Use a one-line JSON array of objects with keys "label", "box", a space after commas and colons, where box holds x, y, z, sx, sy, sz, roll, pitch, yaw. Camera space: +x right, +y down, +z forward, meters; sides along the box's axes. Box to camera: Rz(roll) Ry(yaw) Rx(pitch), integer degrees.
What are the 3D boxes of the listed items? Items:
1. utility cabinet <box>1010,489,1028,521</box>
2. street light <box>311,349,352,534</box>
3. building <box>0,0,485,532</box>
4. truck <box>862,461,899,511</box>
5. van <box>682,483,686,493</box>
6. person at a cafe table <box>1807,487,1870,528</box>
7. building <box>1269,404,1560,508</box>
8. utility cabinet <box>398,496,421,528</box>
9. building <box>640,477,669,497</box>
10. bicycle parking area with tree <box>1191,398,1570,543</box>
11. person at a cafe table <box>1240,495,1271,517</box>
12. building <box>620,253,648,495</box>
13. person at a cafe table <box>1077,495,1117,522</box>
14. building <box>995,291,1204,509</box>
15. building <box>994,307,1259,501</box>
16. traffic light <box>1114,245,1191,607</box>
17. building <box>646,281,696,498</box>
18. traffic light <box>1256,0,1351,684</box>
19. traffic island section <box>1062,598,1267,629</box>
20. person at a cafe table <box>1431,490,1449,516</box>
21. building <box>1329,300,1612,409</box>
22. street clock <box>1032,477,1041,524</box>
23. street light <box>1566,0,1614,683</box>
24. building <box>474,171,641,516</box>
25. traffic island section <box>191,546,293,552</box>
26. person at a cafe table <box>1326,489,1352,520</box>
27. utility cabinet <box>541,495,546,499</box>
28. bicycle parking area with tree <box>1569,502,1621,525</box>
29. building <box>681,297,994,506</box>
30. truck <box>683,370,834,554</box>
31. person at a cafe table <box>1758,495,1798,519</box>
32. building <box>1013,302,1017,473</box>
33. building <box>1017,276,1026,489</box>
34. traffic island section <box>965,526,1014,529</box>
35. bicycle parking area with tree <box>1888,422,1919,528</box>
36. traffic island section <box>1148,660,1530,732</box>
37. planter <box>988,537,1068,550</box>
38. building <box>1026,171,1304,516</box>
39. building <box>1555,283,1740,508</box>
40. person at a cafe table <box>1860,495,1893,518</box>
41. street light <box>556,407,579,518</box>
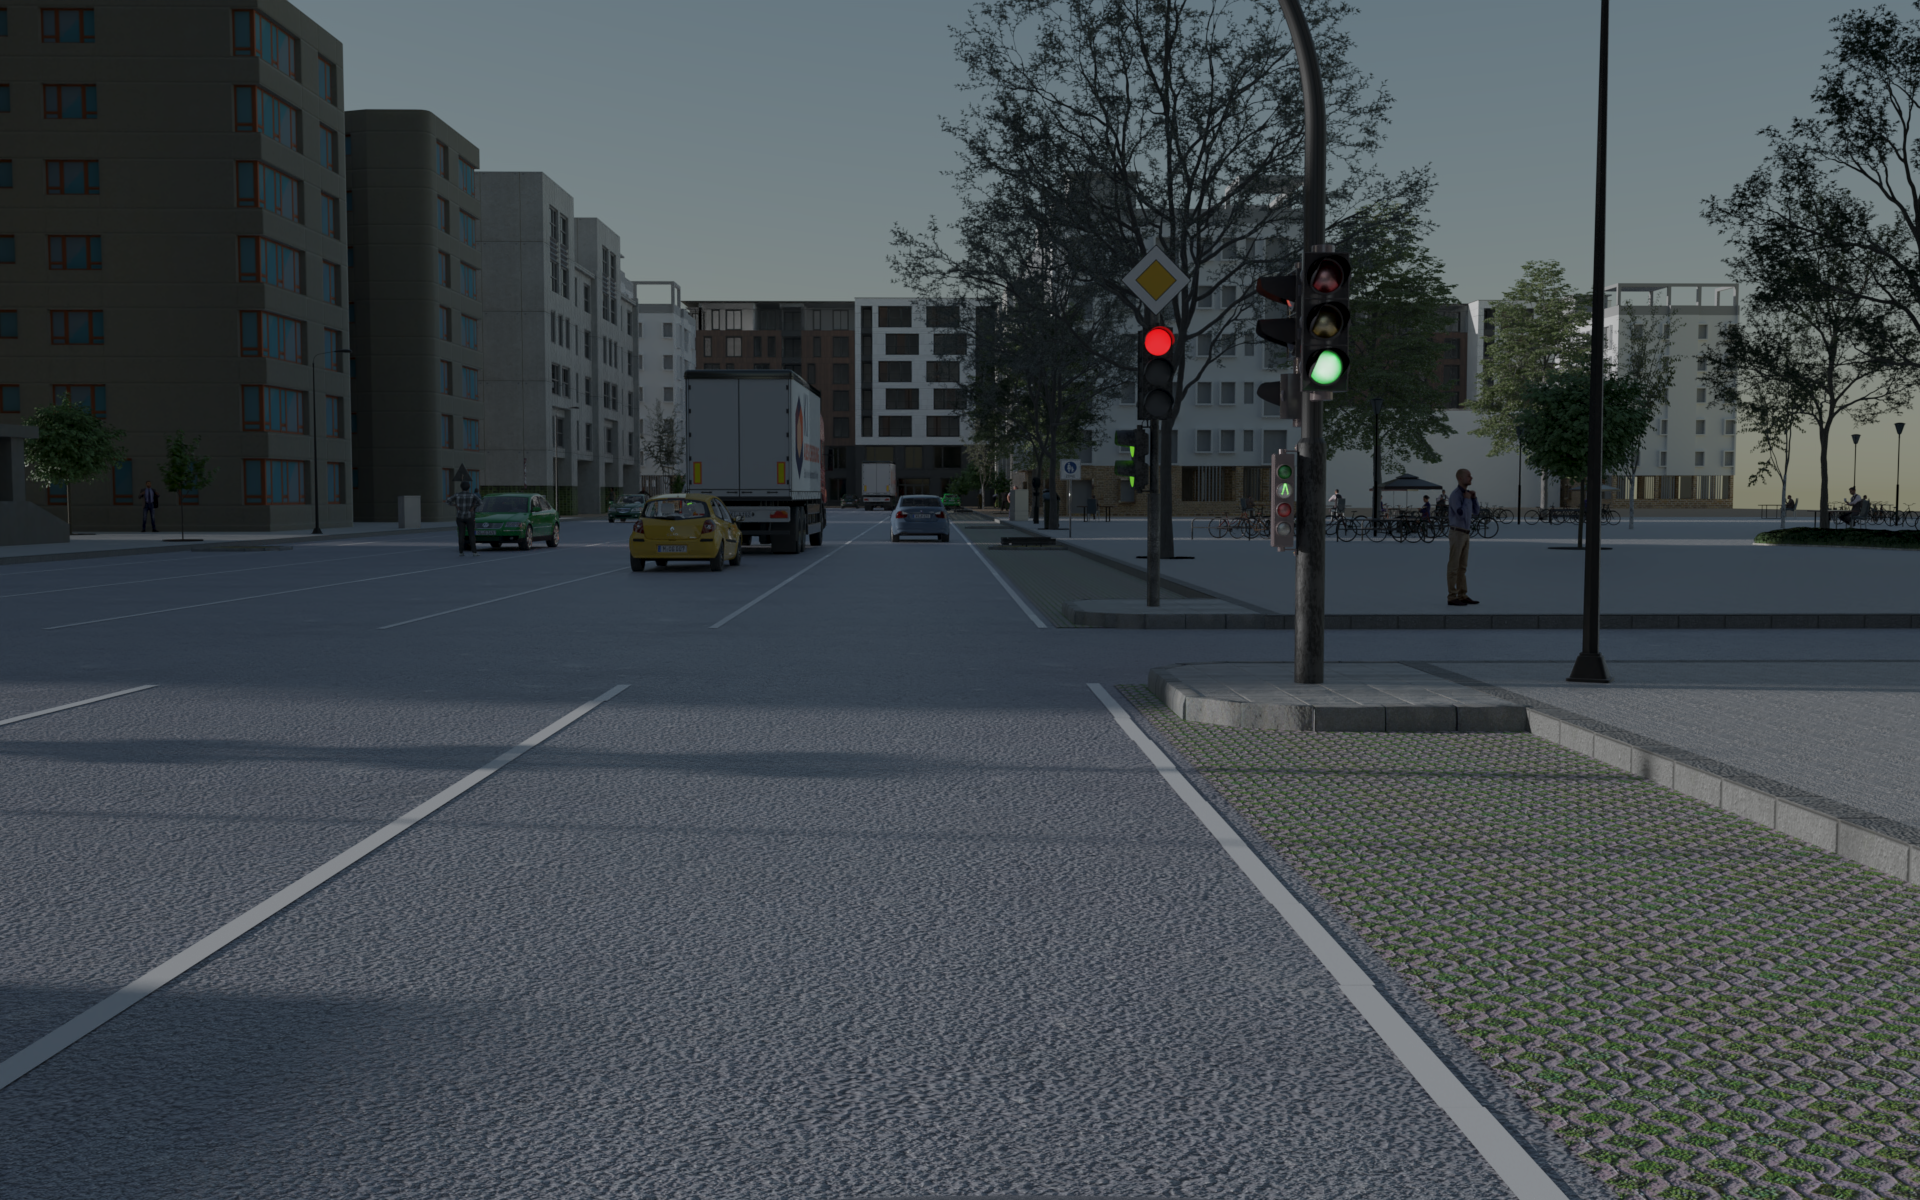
[{"label": "utility cabinet", "box": [2.801, -4.506, 82.347, 0.318, 1.500, 1.173, 2, 4, 35]}, {"label": "street light", "box": [-20.161, -5.080, 55.602, 1.470, 5.913, 1.316, 0, 4, -1]}, {"label": "building", "box": [-37.564, -13.905, 72.386, 27.650, 21.520, 28.899, 0, 4, -1]}, {"label": "truck", "box": [-6.990, -9.968, 151.887, 2.839, 4.237, 11.283, 0, 4, 1]}, {"label": "van", "box": [-9.260, -3.450, 63.426, 2.013, 2.044, 4.112, 0, 4, -1]}, {"label": "person at a cafe table", "box": [30.137, -3.096, 59.141, 1.622, 1.524, 1.698, 0, 4, 2]}, {"label": "building", "box": [43.514, -13.683, 165.870, 28.070, 9.664, 9.099, 0, 4, -1]}, {"label": "utility cabinet", "box": [-20.704, -3.300, 65.111, 0.306, 1.237, 1.020, 1, 4, 18]}, {"label": "building", "box": [-44.307, -14.862, 185.146, 28.070, 9.664, 9.099, 0, 4, -1]}, {"label": "bicycle parking area with tree", "box": [11.123, -3.835, 49.702, 8.231, 4.147, 9.016, -3, 5, -42]}, {"label": "person at a cafe table", "box": [15.345, -4.821, 89.692, 1.726, 1.238, 1.698, -2, 4, -25]}, {"label": "building", "box": [-33.110, -16.869, 132.230, 16.016, 20.091, 11.380, 0, 4, -1]}, {"label": "person at a cafe table", "box": [6.219, -4.202, 79.566, 1.698, 1.238, 1.726, 1, 4, 17]}, {"label": "building", "box": [12.114, -17.552, 153.439, 16.747, 18.905, 31.486, 0, 4, -1]}, {"label": "building", "box": [19.255, -21.475, 195.086, 32.646, 21.610, 27.936, 0, 4, -1]}, {"label": "traffic light", "box": [2.191, -1.882, 19.691, 0.839, 4.253, 0.868, 0, 4, -1]}, {"label": "building", "box": [-30.678, -18.588, 160.340, 11.380, 20.091, 16.016, 0, 4, -1]}, {"label": "traffic light", "box": [0.261, -2.254, 11.525, 4.771, 5.953, 1.251, 0, 4, -1]}, {"label": "traffic island section", "box": [2.232, 0.151, 19.806, 2.009, 0.180, 2.903, 0, 4, -1]}, {"label": "person at a cafe table", "box": [25.684, -5.079, 91.556, 1.698, 1.524, 1.622, -1, 4, -9]}, {"label": "building", "box": [51.886, -21.540, 196.147, 32.646, 21.610, 27.936, 0, 4, -1]}, {"label": "street clock", "box": [3.285, -4.280, 74.551, 0.358, 2.002, 0.471, -1, 4, -18]}, {"label": "street light", "box": [3.790, -2.396, 11.723, 1.470, 5.913, 1.316, 0, 4, -1]}, {"label": "building", "box": [-31.523, -14.947, 110.837, 16.747, 18.905, 31.486, 0, 4, -1]}, {"label": "traffic island section", "box": [-18.147, -1.296, 44.062, 1.991, 0.108, 1.994, 0, 4, -1]}, {"label": "person at a cafe table", "box": [18.168, -4.626, 84.147, 1.698, 1.524, 1.622, -1, 4, -15]}, {"label": "utility cabinet", "box": [-21.415, -4.711, 88.192, 0.306, 1.237, 1.020, -2, 4, -34]}, {"label": "bicycle parking area with tree", "box": [24.451, -5.390, 75.124, 9.016, 4.147, 8.231, 2, 4, 31]}, {"label": "building", "box": [-13.374, -21.404, 193.931, 32.646, 21.610, 27.936, 0, 4, -1]}, {"label": "truck", "box": [-4.993, -3.409, 44.658, 2.839, 4.237, 11.283, 0, 3, 0]}, {"label": "person at a cafe table", "box": [42.778, -4.866, 90.415, 1.726, 1.238, 1.698, 3, 4, 37]}, {"label": "building", "box": [12.152, -16.800, 131.101, 16.016, 20.091, 11.380, 0, 4, -1]}, {"label": "building", "box": [12.427, -16.068, 119.125, 16.016, 20.091, 11.380, 0, 4, -1]}, {"label": "traffic island section", "box": [1.191, -2.992, 71.789, 1.991, 0.108, 1.994, 0, 4, -1]}, {"label": "bicycle parking area with tree", "box": [40.161, -5.095, 70.305, 8.231, 4.147, 9.016, 0, 4, -1]}, {"label": "traffic island section", "box": [2.391, 0.640, 11.823, 2.009, 0.180, 2.903, 0, 4, -1]}, {"label": "planter", "box": [1.722, -1.450, 44.844, 1.991, 0.319, 1.994, 0, 4, -1]}, {"label": "building", "box": [12.598, -15.351, 107.416, 16.016, 20.091, 11.380, 0, 4, -1]}, {"label": "building", "box": [63.598, -18.688, 161.965, 11.380, 20.091, 16.016, 0, 4, -1]}, {"label": "person at a cafe table", "box": [49.026, -5.014, 92.844, 1.726, 1.238, 1.698, 2, 4, 25]}, {"label": "street light", "box": [-20.880, -7.306, 92.001, 1.470, 5.913, 1.316, 0, 4, -1]}]
